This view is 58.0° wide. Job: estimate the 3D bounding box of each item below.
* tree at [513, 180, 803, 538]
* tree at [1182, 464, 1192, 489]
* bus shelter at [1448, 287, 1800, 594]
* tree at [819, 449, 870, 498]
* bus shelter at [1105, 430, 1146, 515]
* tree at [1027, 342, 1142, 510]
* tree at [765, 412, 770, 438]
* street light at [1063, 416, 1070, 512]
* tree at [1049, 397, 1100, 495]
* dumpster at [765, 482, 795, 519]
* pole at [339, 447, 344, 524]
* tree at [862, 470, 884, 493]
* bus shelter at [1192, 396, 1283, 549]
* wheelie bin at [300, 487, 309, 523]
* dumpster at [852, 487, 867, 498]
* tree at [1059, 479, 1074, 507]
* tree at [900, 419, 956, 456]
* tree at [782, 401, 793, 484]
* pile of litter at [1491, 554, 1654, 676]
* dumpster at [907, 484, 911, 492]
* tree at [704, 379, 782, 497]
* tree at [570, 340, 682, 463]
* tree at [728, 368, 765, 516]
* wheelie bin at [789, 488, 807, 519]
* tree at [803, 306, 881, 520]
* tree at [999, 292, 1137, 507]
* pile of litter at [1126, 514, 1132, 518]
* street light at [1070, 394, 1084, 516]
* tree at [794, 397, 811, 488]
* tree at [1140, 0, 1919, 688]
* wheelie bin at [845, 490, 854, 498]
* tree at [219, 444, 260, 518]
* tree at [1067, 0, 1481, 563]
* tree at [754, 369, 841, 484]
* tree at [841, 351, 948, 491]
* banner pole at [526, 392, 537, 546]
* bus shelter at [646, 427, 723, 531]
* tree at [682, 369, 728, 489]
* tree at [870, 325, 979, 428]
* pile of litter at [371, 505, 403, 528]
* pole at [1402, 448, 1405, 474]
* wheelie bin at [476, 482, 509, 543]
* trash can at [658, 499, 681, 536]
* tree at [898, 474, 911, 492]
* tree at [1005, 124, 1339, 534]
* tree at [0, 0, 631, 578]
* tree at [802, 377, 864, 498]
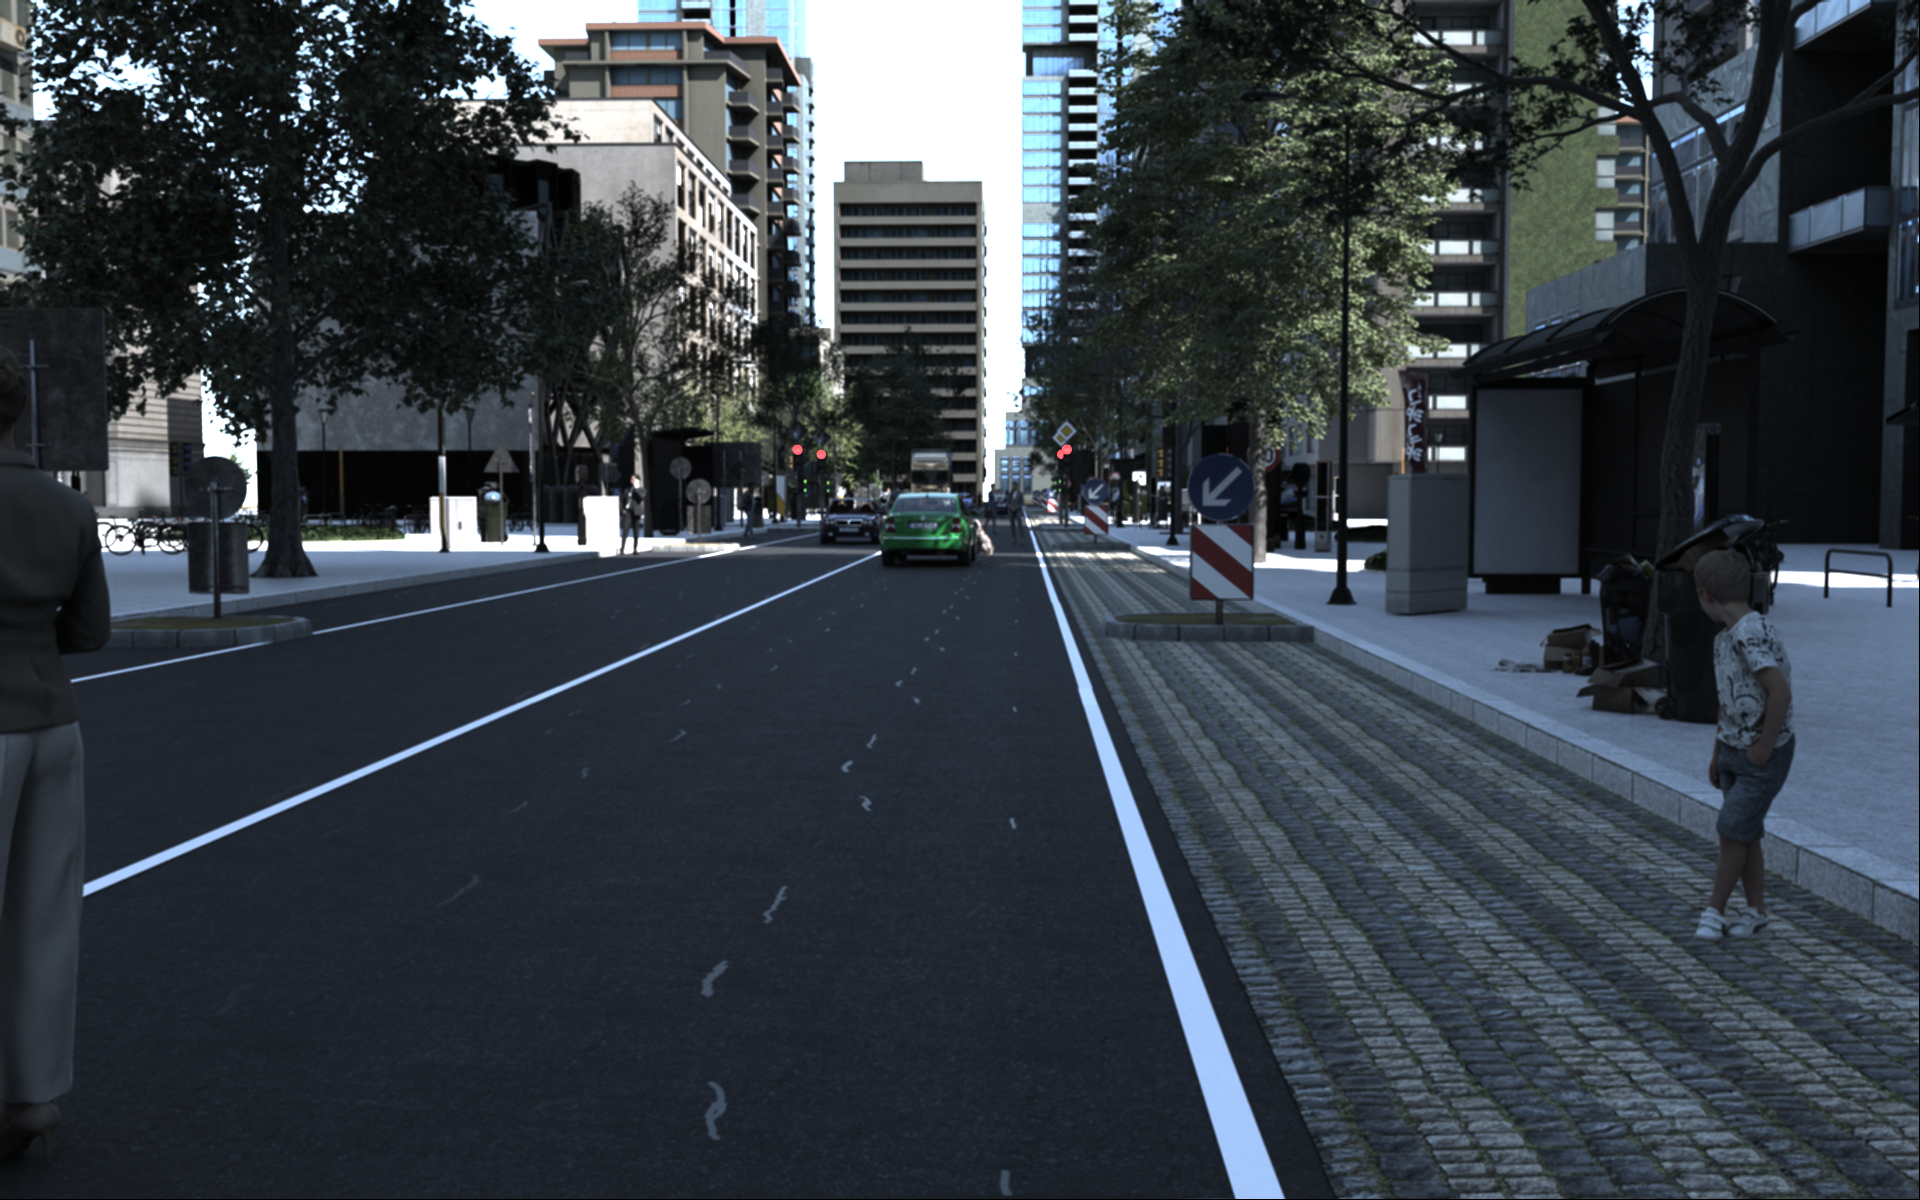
[{"bbox_3d":[-9.149,-7.126,50.920,8.767,10.594,7.601,0,4,-5],"label":"tree"},{"bbox_3d":[14.516,-6.989,108.863,1.663,3.219,1.824,0,3,0],"label":"tree"},{"bbox_3d":[7.231,-1.575,19.669,2.014,3.302,5.546,0,4,2],"label":"bus shelter"},{"bbox_3d":[-7.523,-7.876,112.493,4.285,4.588,4.351,0,3,0],"label":"tree"},{"bbox_3d":[10.042,-7.852,106.016,2.179,5.291,8.768,0,4,2],"label":"bus shelter"},{"bbox_3d":[8.207,-11.536,114.368,9.928,11.665,9.643,0,3,0],"label":"tree"},{"bbox_3d":[-13.063,-9.197,100.741,4.737,8.622,4.395,0,3,0],"label":"tree"},{"bbox_3d":[6.803,-7.983,103.059,1.470,5.913,1.316,0,4,2],"label":"street light"},{"bbox_3d":[8.993,-11.019,130.518,4.360,8.622,3.978,0,3,0],"label":"tree"},{"bbox_3d":[-9.417,-5.412,90.987,1.502,2.255,1.985,0,4,2],"label":"dumpster"},{"bbox_3d":[-26.862,-4.978,75.235,0.158,3.312,0.155,0,3,0],"label":"pole"},{"bbox_3d":[-6.690,-8.641,135.874,1.663,3.219,1.824,0,3,0],"label":"tree"},{"bbox_3d":[6.911,-3.213,43.813,1.731,3.624,6.357,0,4,2],"label":"bus shelter"},{"bbox_3d":[-28.984,-4.159,75.905,0.980,1.594,0.693,1,4,13],"label":"wheelie bin"},{"bbox_3d":[-7.645,-7.780,132.959,1.264,1.857,1.865,0,4,2],"label":"dumpster"},{"bbox_3d":[10.926,-11.509,182.771,1.663,3.219,1.824,0,3,0],"label":"tree"},{"bbox_3d":[-4.064,-18.063,221.083,9.928,11.665,9.643,0,3,0],"label":"tree"},{"bbox_3d":[-13.610,-10.010,114.032,4.360,8.622,3.978,0,3,0],"label":"tree"},{"bbox_3d":[4.784,0.079,12.666,1.719,0.858,1.176,1,4,19],"label":"pile of litter"},{"bbox_3d":[-3.493,-8.566,145.003,1.985,2.255,1.502,0,4,3],"label":"dumpster"},{"bbox_3d":[-13.749,-9.535,106.267,4.360,8.622,3.978,0,3,0],"label":"tree"},{"bbox_3d":[-16.264,-8.068,82.267,4.737,8.622,4.395,0,3,0],"label":"tree"},{"bbox_3d":[-14.030,-8.895,95.791,4.737,8.622,4.395,0,3,0],"label":"tree"},{"bbox_3d":[-8.183,-4.859,87.358,0.980,1.594,0.693,1,4,16],"label":"wheelie bin"},{"bbox_3d":[-7.503,-9.203,84.882,8.767,10.594,7.601,2,4,24],"label":"tree"},{"bbox_3d":[9.988,-18.617,160.283,12.611,20.169,13.585,0,3,0],"label":"tree"},{"bbox_3d":[9.131,-4.923,94.449,1.176,0.858,1.719,0,4,0],"label":"pile of litter"},{"bbox_3d":[6.001,-6.601,80.462,1.470,5.913,1.316,0,4,2],"label":"street light"},{"bbox_3d":[-12.634,-10.518,122.338,4.360,8.622,3.978,0,3,0],"label":"tree"},{"bbox_3d":[4.666,-4.677,10.882,8.767,10.594,7.601,0,4,-4],"label":"tree"},{"bbox_3d":[-7.467,-6.657,116.754,0.693,1.594,0.980,-1,4,-14],"label":"wheelie bin"},{"bbox_3d":[-27.474,-4.335,65.485,1.663,3.219,1.824,0,3,0],"label":"tree"},{"bbox_3d":[5.671,-6.980,32.255,7.486,12.596,7.792,0,3,0],"label":"tree"},{"bbox_3d":[-12.917,-13.007,138.426,9.928,11.665,9.643,0,3,0],"label":"tree"},{"bbox_3d":[-5.827,-14.993,151.783,9.857,13.997,8.962,0,3,0],"label":"tree"},{"bbox_3d":[-10.452,-3.198,42.306,0.401,3.779,0.863,0,4,-5],"label":"banner pole"},{"bbox_3d":[-10.091,-4.425,63.632,1.731,3.624,6.357,0,4,2],"label":"bus shelter"},{"bbox_3d":[-15.159,-8.594,90.879,4.737,8.622,4.395,0,3,0],"label":"tree"},{"bbox_3d":[-4.176,-20.596,192.628,12.611,20.169,13.585,0,3,0],"label":"tree"},{"bbox_3d":[-21.932,-3.190,66.122,1.176,0.858,1.719,-2,4,-34],"label":"pile of litter"},{"bbox_3d":[19.498,-5.035,76.165,0.158,3.312,0.155,0,3,0],"label":"pole"},{"bbox_3d":[-12.403,-2.327,45.962,0.693,1.594,0.980,-3,5,-44],"label":"wheelie bin"},{"bbox_3d":[-9.023,-2.577,53.784,0.748,1.137,0.748,0,3,0],"label":"trash can"},{"bbox_3d":[-5.252,-10.482,165.973,1.663,3.219,1.824,0,3,0],"label":"tree"},{"bbox_3d":[7.067,-8.866,55.331,12.009,13.543,11.850,0,3,0],"label":"tree"},{"bbox_3d":[-10.466,-6.710,26.713,9.611,12.733,9.660,0,3,0],"label":"tree"},{"bbox_3d":[-7.611,-9.577,106.945,4.737,8.622,4.395,0,3,0],"label":"tree"}]
